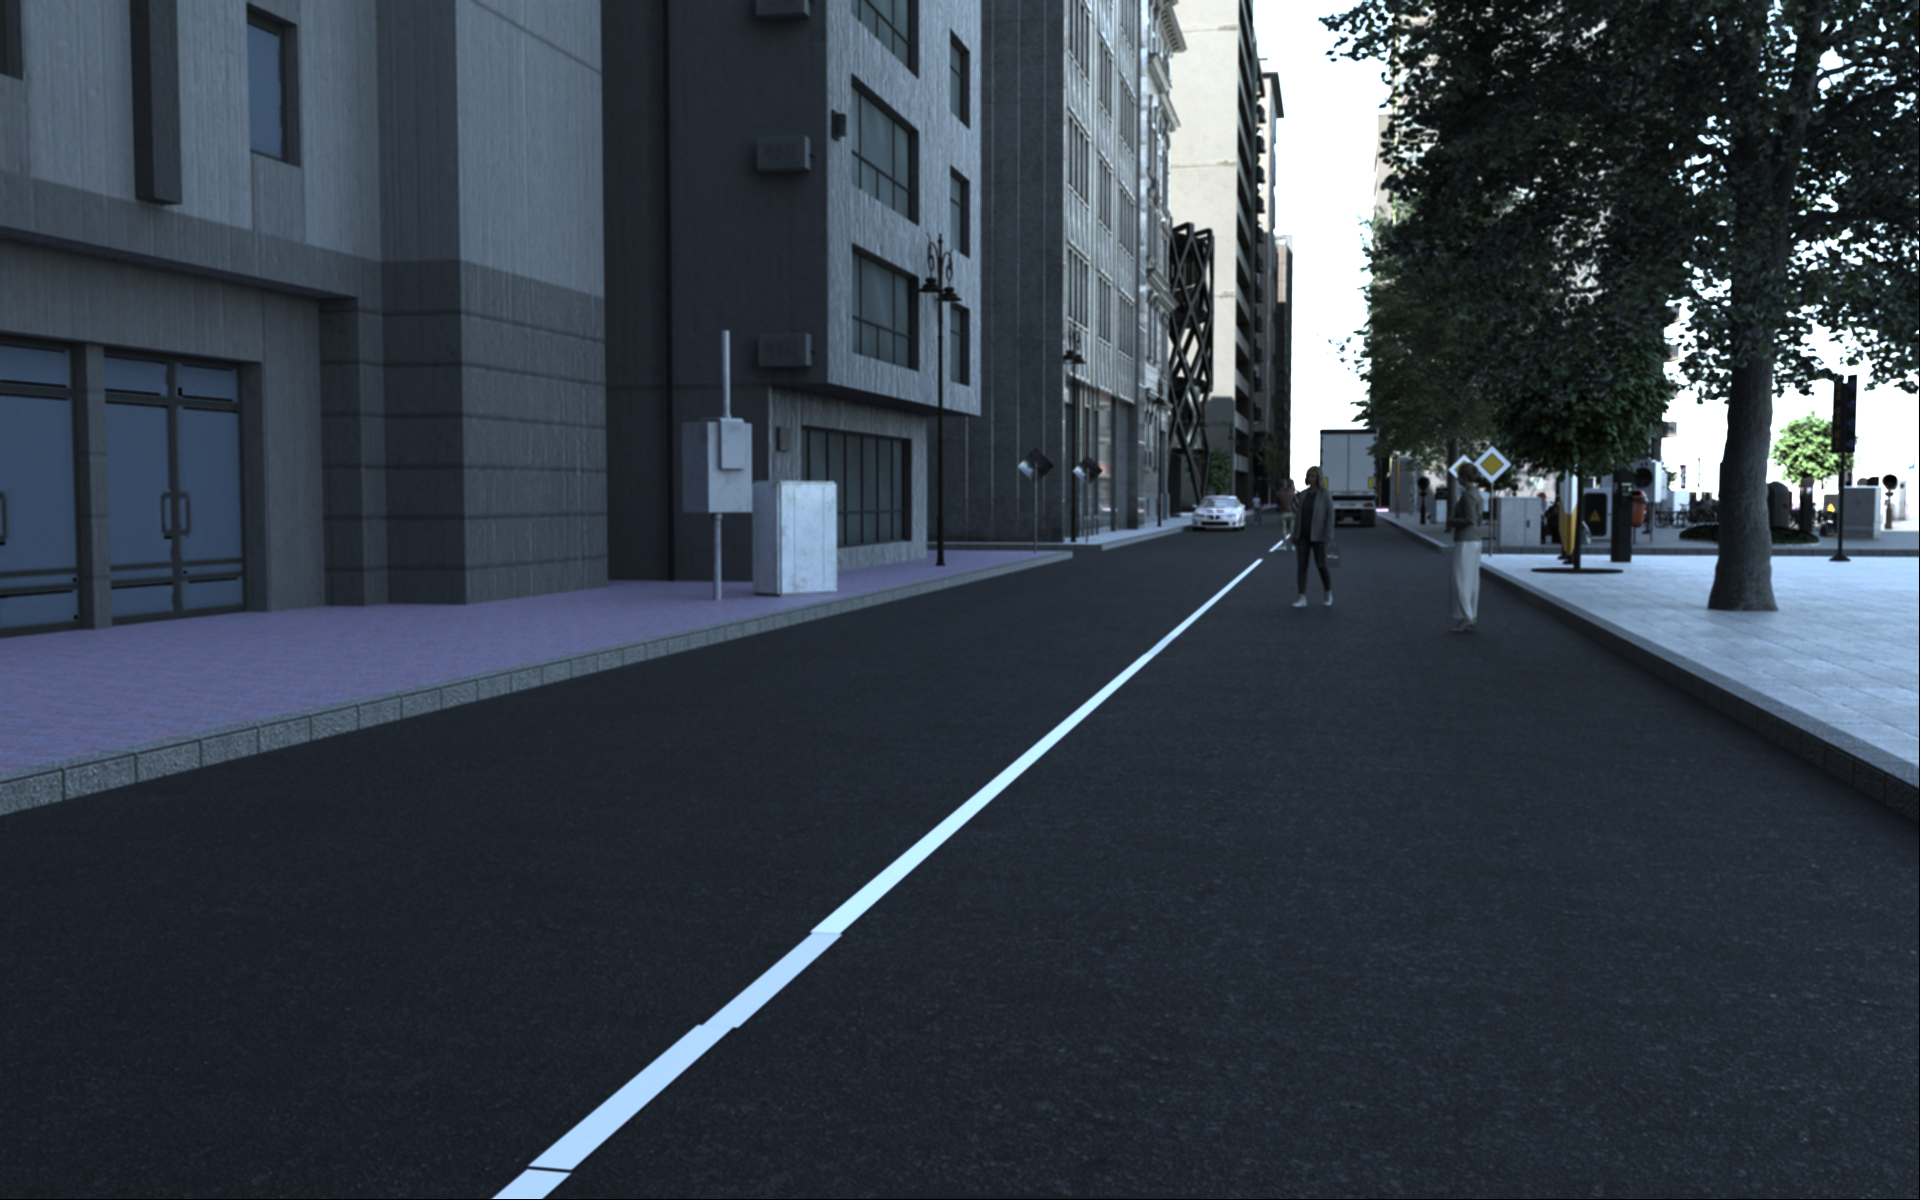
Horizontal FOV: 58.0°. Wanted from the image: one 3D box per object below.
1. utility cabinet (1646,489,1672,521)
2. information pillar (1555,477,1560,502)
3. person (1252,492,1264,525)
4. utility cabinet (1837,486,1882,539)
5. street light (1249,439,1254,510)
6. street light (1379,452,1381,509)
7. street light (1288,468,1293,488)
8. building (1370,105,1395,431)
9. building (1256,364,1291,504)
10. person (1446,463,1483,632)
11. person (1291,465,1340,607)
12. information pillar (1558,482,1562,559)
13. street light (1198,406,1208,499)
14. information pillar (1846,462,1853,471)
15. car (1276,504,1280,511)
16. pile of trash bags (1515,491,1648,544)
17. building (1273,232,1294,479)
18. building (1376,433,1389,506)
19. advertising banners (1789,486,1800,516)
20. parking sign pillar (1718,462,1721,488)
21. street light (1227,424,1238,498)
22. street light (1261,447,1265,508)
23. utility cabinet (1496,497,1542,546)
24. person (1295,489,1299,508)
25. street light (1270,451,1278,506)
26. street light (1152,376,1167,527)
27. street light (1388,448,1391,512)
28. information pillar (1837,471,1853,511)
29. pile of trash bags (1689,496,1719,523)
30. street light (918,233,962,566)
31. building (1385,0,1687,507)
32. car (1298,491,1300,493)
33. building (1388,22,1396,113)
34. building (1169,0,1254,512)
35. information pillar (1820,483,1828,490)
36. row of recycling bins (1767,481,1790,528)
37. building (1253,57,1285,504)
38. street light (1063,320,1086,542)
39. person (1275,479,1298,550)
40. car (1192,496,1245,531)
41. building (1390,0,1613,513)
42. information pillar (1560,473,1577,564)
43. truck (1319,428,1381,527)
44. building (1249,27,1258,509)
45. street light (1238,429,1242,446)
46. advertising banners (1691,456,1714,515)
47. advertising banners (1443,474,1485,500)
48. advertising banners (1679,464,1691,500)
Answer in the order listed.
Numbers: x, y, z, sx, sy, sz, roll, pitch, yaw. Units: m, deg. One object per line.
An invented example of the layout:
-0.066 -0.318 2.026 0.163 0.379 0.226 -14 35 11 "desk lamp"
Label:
33.126 -4.489 82.080 0.318 1.500 1.173 -2 4 -32 "utility cabinet"
25.735 -4.269 74.290 0.304 2.012 0.304 3 5 44 "information pillar"
14.009 -4.302 81.429 0.503 1.515 0.523 -3 4 -36 "person"
25.756 -2.504 49.619 0.318 1.500 1.173 -2 4 -26 "utility cabinet"
24.041 -10.399 142.803 0.468 5.910 1.993 1 4 12 "street light"
35.277 -10.552 145.313 0.468 5.910 1.993 1 4 12 "street light"
51.745 -18.146 269.469 0.468 5.910 1.993 1 4 12 "street light"
60.668 -35.773 208.598 21.300 48.544 21.600 1 4 12 "building"
32.604 -24.554 246.503 27.650 21.520 28.899 1 4 12 "building"
5.279 -0.558 18.165 0.362 1.759 0.519 2 4 29 "person"
4.578 -0.819 22.066 0.709 1.800 0.728 3 5 43 "person"
11.880 -2.608 33.990 0.183 3.616 0.504 0 4 6 "information pillar"
12.698 -7.205 90.584 0.468 5.910 1.993 1 4 12 "street light"
41.498 -5.484 81.019 0.504 3.616 0.183 0 4 5 "information pillar"
28.037 -8.492 148.436 1.945 1.707 3.694 1 4 14 "car"
15.961 -2.147 44.859 3.447 1.369 1.912 2 4 24 "pile of trash bags"
43.629 -35.591 265.502 14.154 41.232 14.086 1 4 12 "building"
53.181 -52.543 171.752 22.319 86.520 31.000 1 4 12 "building"
40.496 -5.416 84.732 0.090 3.025 2.074 -2 4 -32 "advertising banners"
44.838 -6.865 100.709 1.447 3.967 1.447 -3 5 -41 "parking sign pillar"
17.610 -8.556 112.677 0.468 5.910 1.993 1 4 12 "street light"
28.907 -11.772 165.262 0.468 5.910 1.993 1 4 12 "street light"
13.806 -1.934 42.787 1.020 1.237 0.306 0 4 0 "utility cabinet"
27.314 -8.057 140.169 1.348 1.831 0.705 1 4 19 "person"
33.779 -13.124 187.364 0.468 5.910 1.993 1 4 12 "street light"
7.879 -5.840 68.275 0.468 5.910 1.993 1 4 12 "street light"
30.568 -9.198 123.176 0.468 5.910 1.993 1 4 12 "street light"
28.442 -3.131 55.685 0.304 2.012 0.304 -1 4 -15 "information pillar"
37.960 -4.705 86.672 3.447 1.369 1.912 2 4 23 "pile of trash bags"
-0.349 -3.555 30.913 0.468 5.910 1.993 1 4 12 "street light"
46.985 -29.919 143.795 22.147 44.769 28.867 1 4 12 "building"
40.305 -11.852 202.447 2.281 1.827 5.304 1 4 11 "car"
72.073 -50.179 258.675 20.563 71.187 20.611 1 4 12 "building"
10.858 -31.055 131.446 21.300 48.544 21.600 1 4 12 "building"
55.486 -6.531 111.274 0.304 2.012 0.304 -2 4 -28 "information pillar"
26.310 -3.057 57.099 1.069 1.692 3.534 0 4 5 "row of recycling bins"
25.481 -38.380 216.752 28.713 52.752 27.495 1 4 12 "building"
3.031 -4.484 46.108 0.468 5.910 1.993 1 4 12 "street light"
8.409 -2.196 44.384 0.573 1.828 0.580 3 5 42 "person"
10.290 -3.445 68.693 2.083 1.381 4.827 1 4 13 "car"
38.100 -26.910 123.577 14.154 41.232 14.086 1 4 12 "building"
11.261 -2.468 31.712 0.183 3.616 0.504 3 5 40 "information pillar"
17.881 -5.536 79.431 2.839 4.237 11.283 1 4 13 "truck"
17.922 -28.444 148.656 14.154 41.232 14.086 1 4 12 "building"
19.296 -9.033 120.479 0.468 5.910 1.993 1 4 12 "street light"
34.980 -5.210 81.372 0.090 3.025 2.074 3 5 45 "advertising banners"
22.182 -4.872 75.848 2.074 3.025 0.090 0 4 -2 "advertising banners"
42.914 -6.428 101.283 2.074 3.025 0.090 -1 4 -12 "advertising banners"
